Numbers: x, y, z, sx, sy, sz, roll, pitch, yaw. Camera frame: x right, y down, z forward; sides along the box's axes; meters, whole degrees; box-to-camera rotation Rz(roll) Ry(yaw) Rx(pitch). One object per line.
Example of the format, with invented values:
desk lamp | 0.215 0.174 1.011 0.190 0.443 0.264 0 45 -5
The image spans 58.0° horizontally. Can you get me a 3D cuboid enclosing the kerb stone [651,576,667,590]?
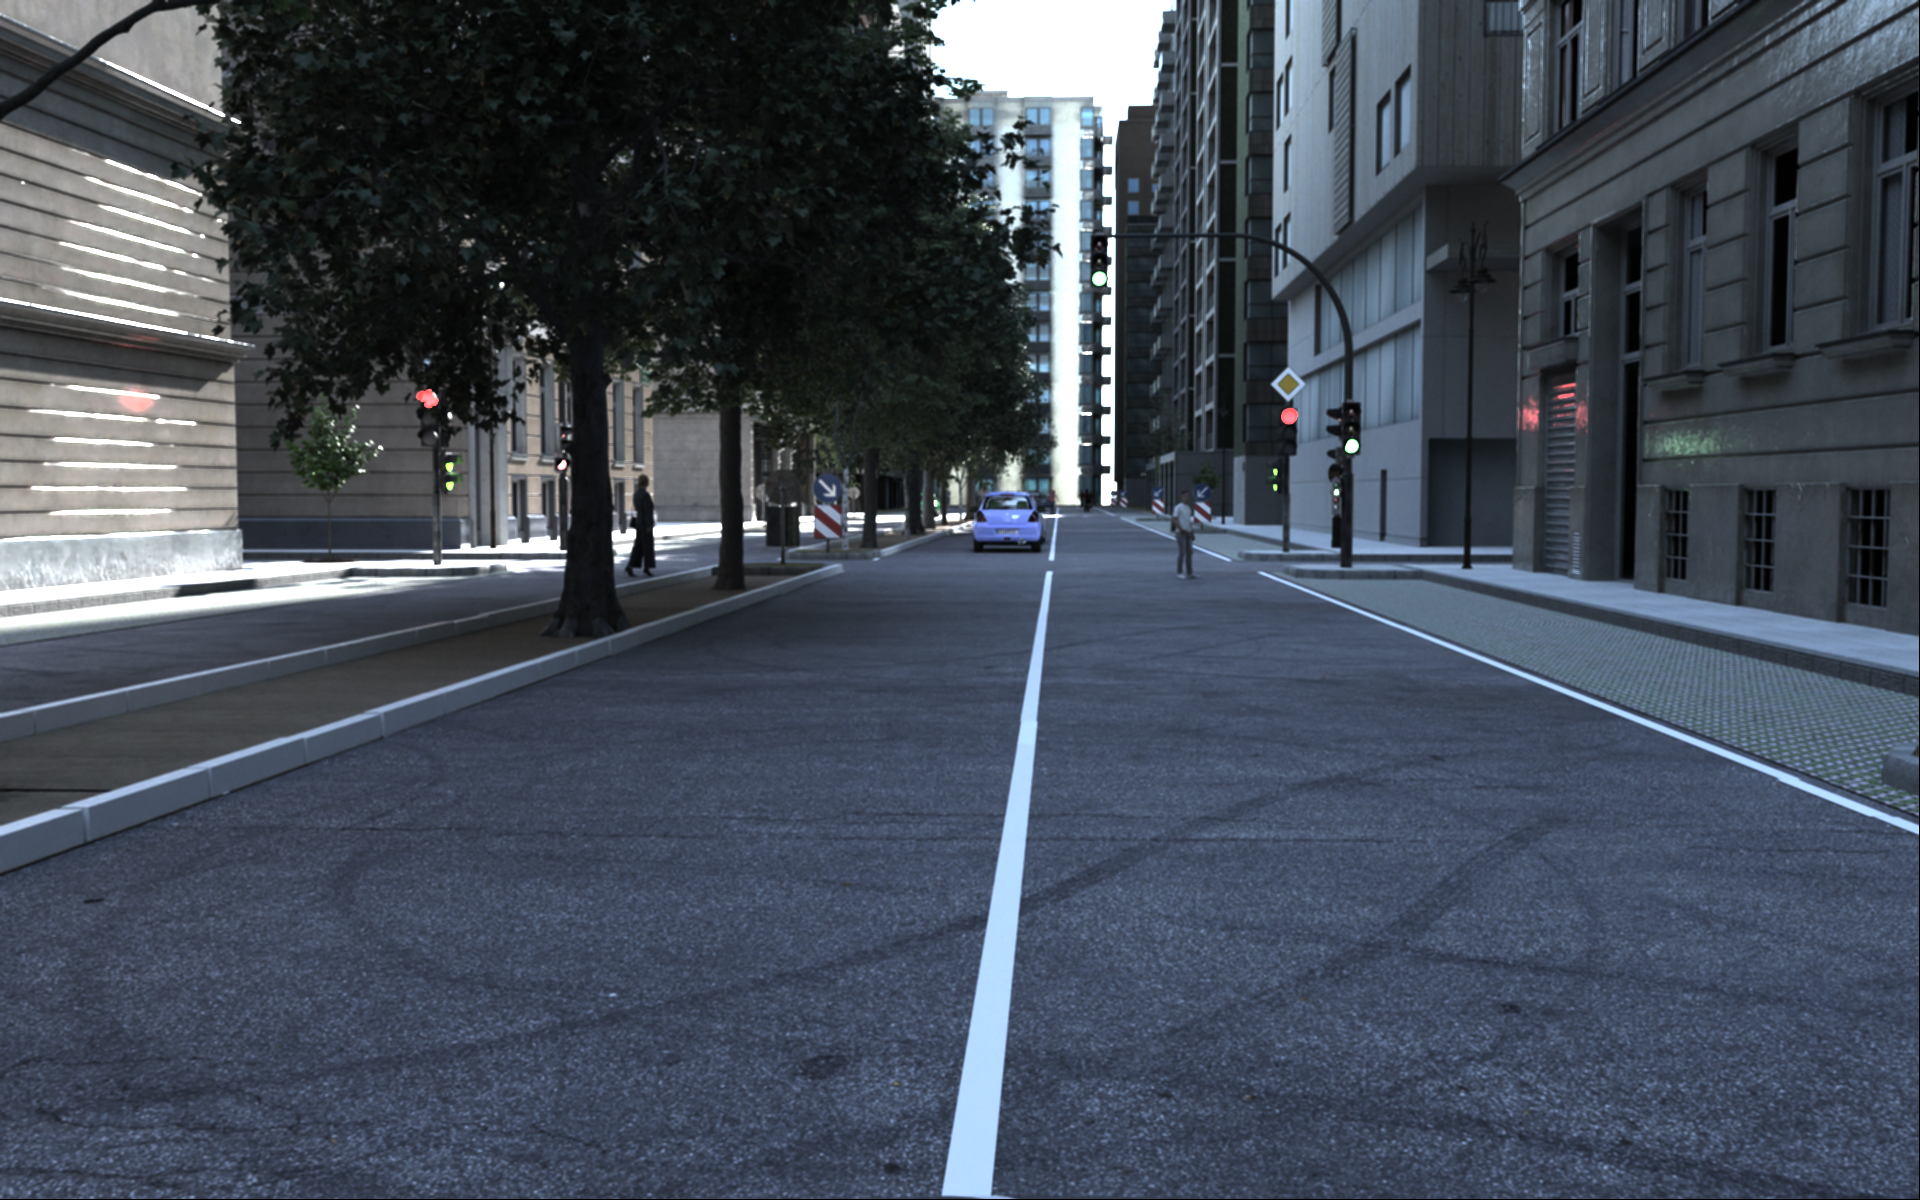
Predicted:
kerb stone | -4.637 -0.240 26.116 0.120 0.150 1.000 0 4 3

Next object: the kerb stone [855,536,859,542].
kerb stone | -3.186 -1.775 51.237 0.120 0.150 1.000 0 4 3

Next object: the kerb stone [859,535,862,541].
kerb stone | -3.126 -1.839 52.258 0.120 0.150 1.000 0 4 3

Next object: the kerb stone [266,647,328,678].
kerb stone | -5.348 0.514 13.849 0.120 0.150 1.000 0 4 3

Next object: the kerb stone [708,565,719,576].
kerb stone | -4.399 -0.490 30.203 0.120 0.150 1.000 0 4 3

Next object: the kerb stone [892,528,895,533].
kerb stone | -2.545 -2.464 62.487 0.120 0.150 1.000 0 4 3

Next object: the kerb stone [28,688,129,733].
kerb stone | -5.517 0.698 10.787 0.120 0.150 1.000 0 4 3

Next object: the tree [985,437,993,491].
tree | 0.067 -8.180 86.564 4.737 8.622 4.395 0 3 0

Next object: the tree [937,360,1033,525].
tree | -0.676 -8.771 80.279 8.767 10.594 7.601 0 4 3

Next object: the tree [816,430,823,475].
tree | -7.895 -9.833 111.127 4.737 8.622 4.395 0 3 0

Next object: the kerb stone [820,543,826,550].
kerb stone | -3.602 -1.338 44.073 0.120 0.150 1.000 0 4 3

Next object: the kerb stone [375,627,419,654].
kerb stone | -5.230 0.387 15.889 0.120 0.150 1.000 0 4 3

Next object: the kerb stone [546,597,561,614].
kerb stone | -4.931 0.072 21.011 0.120 0.150 1.000 0 4 3

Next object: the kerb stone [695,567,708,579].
kerb stone | -4.457 -0.427 29.183 0.120 0.150 1.000 0 4 3

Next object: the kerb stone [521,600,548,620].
kerb stone | -4.991 0.137 19.982 0.120 0.150 1.000 0 4 3

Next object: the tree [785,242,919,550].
tree | -2.659 -5.336 40.055 4.360 8.622 3.978 0 3 0

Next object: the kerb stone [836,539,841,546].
kerb stone | -3.430 -1.524 47.147 0.120 0.150 1.000 0 4 3

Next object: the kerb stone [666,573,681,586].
kerb stone | -4.577 -0.302 27.136 0.120 0.150 1.000 0 4 3

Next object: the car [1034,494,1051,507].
car | 7.979 -9.320 164.379 2.014 1.417 4.499 0 4 3

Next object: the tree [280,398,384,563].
tree | -12.001 -2.324 32.595 1.663 3.219 1.824 0 3 0

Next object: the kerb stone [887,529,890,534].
kerb stone | -2.655 -2.336 60.442 0.120 0.150 1.000 0 4 3

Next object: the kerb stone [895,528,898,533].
kerb stone | -2.488 -2.521 63.510 0.120 0.150 1.000 0 4 3

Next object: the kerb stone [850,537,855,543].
kerb stone | -3.250 -1.713 50.209 0.120 0.150 1.000 0 4 3

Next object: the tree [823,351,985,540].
tree | -1.610 -6.122 52.918 4.737 8.622 4.395 0 3 0

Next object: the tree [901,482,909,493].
tree | -4.524 -10.261 162.375 1.663 3.219 1.824 0 3 0

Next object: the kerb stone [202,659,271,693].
kerb stone | -5.412 0.575 12.829 0.120 0.150 1.000 0 4 3

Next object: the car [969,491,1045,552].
car | 1.197 -2.097 43.874 1.945 1.707 3.694 0 4 1

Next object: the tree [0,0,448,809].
tree | -4.812 -4.853 7.557 9.928 11.665 9.643 0 3 0

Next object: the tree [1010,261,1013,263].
tree | -2.481 -7.667 45.947 7.486 12.596 7.792 0 3 0

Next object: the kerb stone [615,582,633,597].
kerb stone | -4.762 -0.115 24.072 0.120 0.150 1.000 0 4 3

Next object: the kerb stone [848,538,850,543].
kerb stone | -3.310 -1.650 49.188 0.120 0.150 1.000 0 4 3

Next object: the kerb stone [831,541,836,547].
kerb stone | -3.485 -1.464 46.126 0.120 0.150 1.000 0 4 3

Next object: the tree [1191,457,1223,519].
tree | 12.794 -5.868 90.545 1.663 3.219 1.824 0 3 0

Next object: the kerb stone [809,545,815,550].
kerb stone | -3.719 -1.213 42.023 0.120 0.150 1.000 0 4 3

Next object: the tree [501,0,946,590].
tree | -3.510 -6.445 25.968 7.486 12.596 7.792 0 3 0

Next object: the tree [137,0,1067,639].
tree | -3.742 -5.986 17.331 9.611 12.733 9.660 0 3 0

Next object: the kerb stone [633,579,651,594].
kerb stone | -4.692 -0.177 25.092 0.120 0.150 1.000 0 4 3

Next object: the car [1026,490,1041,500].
car | 7.694 -10.558 181.299 2.281 1.827 5.304 0 4 2

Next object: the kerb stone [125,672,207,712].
kerb stone | -5.460 0.635 11.808 0.120 0.150 1.000 0 4 3

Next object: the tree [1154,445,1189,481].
tree | 14.619 -8.079 115.810 4.285 4.588 4.351 0 3 0

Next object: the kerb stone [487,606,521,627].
kerb stone | -5.049 0.198 18.962 0.120 0.150 1.000 0 4 3

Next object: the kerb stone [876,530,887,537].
kerb stone | -2.713 -2.277 59.421 0.120 0.150 1.000 0 4 3

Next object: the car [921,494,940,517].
car | -2.178 -6.032 107.425 1.959 1.807 4.718 0 4 2

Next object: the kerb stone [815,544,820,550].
kerb stone | -3.660 -1.273 43.048 0.120 0.150 1.000 0 4 3

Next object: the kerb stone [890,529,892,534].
kerb stone | -2.600 -2.399 61.463 0.120 0.150 1.000 0 4 3

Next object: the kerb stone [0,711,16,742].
kerb stone | -5.573 0.760 9.762 0.120 0.150 1.000 0 4 3

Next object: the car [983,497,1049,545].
car | 1.538 -2.339 50.612 2.083 1.381 4.827 0 4 4

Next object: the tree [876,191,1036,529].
tree | -1.343 -9.882 70.683 9.857 13.997 8.962 0 3 0

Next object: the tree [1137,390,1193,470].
tree | 14.532 -10.411 120.588 4.360 8.622 3.978 0 3 0

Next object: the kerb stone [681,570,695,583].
kerb stone | -4.517 -0.365 28.157 0.120 0.150 1.000 0 4 3

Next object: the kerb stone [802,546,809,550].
kerb stone | -3.778 -1.147 40.998 0.120 0.150 1.000 0 4 3

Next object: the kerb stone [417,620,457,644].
kerb stone | -5.169 0.323 16.916 0.120 0.150 1.000 0 4 3

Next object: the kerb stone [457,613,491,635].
kerb stone | -5.105 0.273 17.942 0.120 0.150 1.000 0 4 3

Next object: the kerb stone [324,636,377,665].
kerb stone | -5.283 0.450 14.869 0.120 0.150 1.000 0 4 3

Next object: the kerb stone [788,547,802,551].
kerb stone | -3.838 -1.087 39.974 0.120 0.150 1.000 0 4 3
